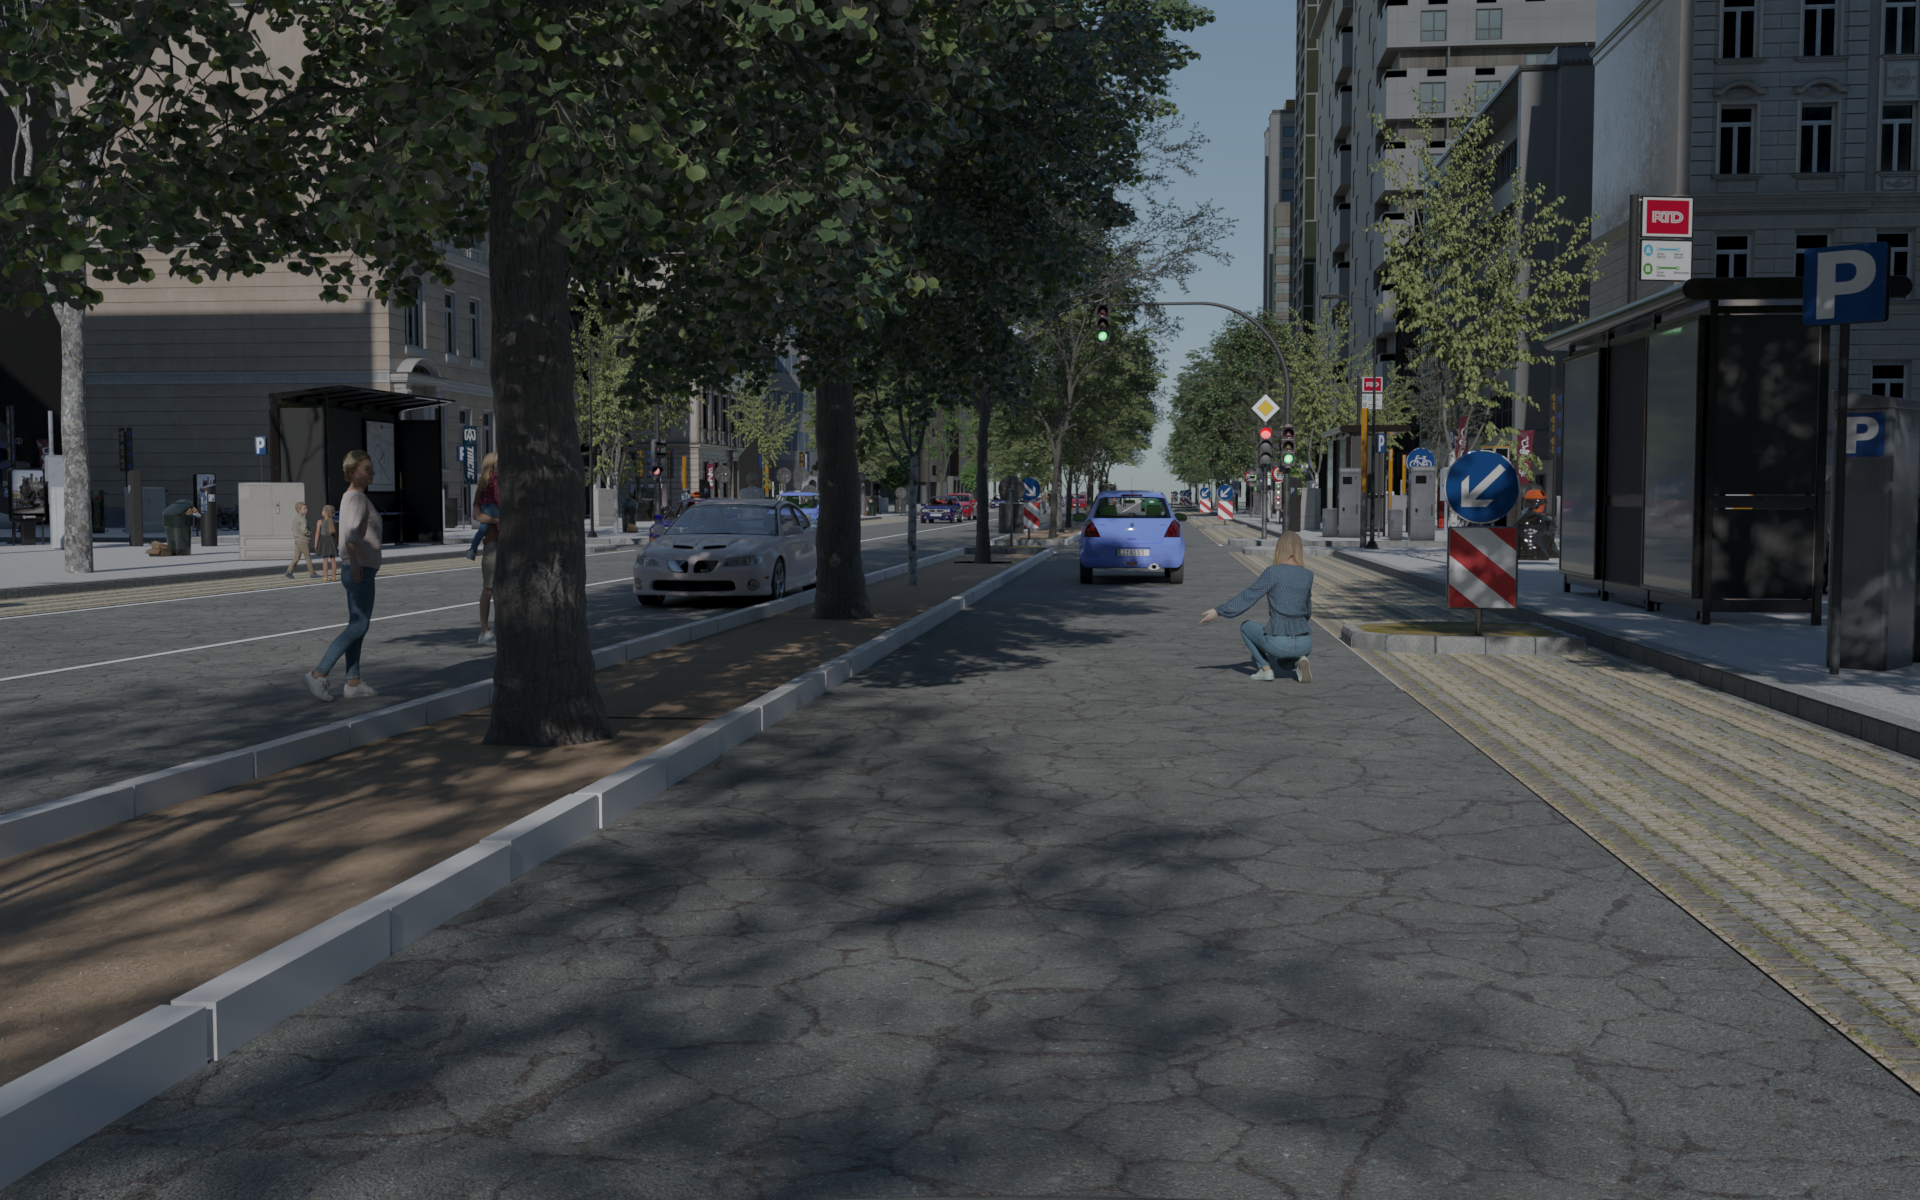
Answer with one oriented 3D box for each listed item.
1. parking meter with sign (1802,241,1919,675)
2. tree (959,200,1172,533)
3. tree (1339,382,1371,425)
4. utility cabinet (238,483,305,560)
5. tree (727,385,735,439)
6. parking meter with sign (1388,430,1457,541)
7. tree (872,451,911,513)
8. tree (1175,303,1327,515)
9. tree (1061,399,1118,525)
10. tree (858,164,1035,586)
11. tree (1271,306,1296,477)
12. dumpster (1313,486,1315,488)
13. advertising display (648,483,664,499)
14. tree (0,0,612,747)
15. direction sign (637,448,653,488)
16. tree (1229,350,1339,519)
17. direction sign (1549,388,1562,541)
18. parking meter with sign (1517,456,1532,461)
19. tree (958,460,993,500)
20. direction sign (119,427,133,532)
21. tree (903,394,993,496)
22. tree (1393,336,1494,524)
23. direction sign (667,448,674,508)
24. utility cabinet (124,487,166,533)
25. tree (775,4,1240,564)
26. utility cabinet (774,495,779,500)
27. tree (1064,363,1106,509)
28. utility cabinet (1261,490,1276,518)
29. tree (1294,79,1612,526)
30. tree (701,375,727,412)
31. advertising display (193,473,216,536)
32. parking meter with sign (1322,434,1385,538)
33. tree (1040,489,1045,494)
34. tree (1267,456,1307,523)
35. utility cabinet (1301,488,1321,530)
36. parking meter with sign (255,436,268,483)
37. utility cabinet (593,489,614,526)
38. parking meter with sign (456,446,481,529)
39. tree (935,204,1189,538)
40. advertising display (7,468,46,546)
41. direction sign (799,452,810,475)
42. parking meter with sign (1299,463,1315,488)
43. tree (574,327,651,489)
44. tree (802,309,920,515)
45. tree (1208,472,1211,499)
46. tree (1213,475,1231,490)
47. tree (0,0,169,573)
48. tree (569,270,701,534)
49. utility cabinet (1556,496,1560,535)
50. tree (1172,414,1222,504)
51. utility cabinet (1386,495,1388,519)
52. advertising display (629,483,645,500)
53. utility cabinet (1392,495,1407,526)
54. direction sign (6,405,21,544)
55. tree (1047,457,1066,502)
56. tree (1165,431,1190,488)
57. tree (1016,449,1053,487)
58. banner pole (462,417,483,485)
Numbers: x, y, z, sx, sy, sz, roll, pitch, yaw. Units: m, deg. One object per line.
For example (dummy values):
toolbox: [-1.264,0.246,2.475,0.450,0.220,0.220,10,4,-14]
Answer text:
parking meter with sign: [6.801,-1.012,12.803,1.738,3.016,0.543,-3,5,-45]
tree: [3.673,-8.729,63.299,7.486,12.596,7.792,0,3,0]
tree: [25.248,-9.884,111.965,4.360,8.622,3.978,0,3,0]
utility cabinet: [-13.296,-1.516,33.473,1.173,1.500,0.318,-2,4,-25]
tree: [-11.403,-9.099,99.129,4.737,8.622,4.395,0,3,0]
parking meter with sign: [12.655,-3.134,47.494,1.738,3.016,0.543,0,4,4]
tree: [-4.408,-8.190,117.620,4.285,4.588,4.351,0,3,0]
tree: [17.829,-11.458,104.345,9.611,12.733,9.660,0,3,0]
tree: [5.367,-7.711,78.891,4.360,8.622,3.978,0,3,0]
tree: [-0.756,-4.533,26.942,4.737,8.622,4.395,0,3,0]
tree: [13.466,-6.990,64.652,4.737,8.622,4.395,0,3,0]
dumpster: [17.808,-4.959,83.575,1.502,2.255,1.985,0,4,6]
advertising display: [-17.876,-5.912,101.870,0.974,1.923,0.123,-1,4,-11]
tree: [-2.384,-6.142,9.532,9.857,13.997,8.962,0,3,0]
direction sign: [-15.639,-5.752,86.044,0.876,3.537,0.379,-3,4,-37]
tree: [15.995,-8.402,87.742,4.360,8.622,3.978,0,3,0]
direction sign: [12.825,-2.775,37.368,0.379,3.537,0.876,2,4,33]
parking meter with sign: [22.368,-4.479,69.485,0.543,3.016,1.738,2,4,35]
tree: [1.480,-11.195,166.747,4.285,4.588,4.351,0,3,0]
direction sign: [-28.408,-4.101,59.045,0.876,3.537,0.379,3,4,38]
tree: [-1.311,-13.034,138.867,9.928,11.665,9.643,0,3,0]
tree: [20.930,-7.636,75.217,4.360,8.622,3.978,0,3,0]
direction sign: [-14.354,-5.745,85.932,0.379,3.537,0.876,1,4,10]
utility cabinet: [-26.621,-2.931,56.603,1.173,1.500,0.318,-3,4,-37]
tree: [0.453,-7.495,35.373,12.009,13.543,11.850,0,3,0]
utility cabinet: [-8.908,-4.696,87.934,1.020,1.237,0.306,0,4,8]
tree: [5.220,-8.055,84.520,4.737,8.622,4.395,0,3,0]
utility cabinet: [16.197,-5.060,91.403,0.318,1.500,1.173,0,4,-6]
tree: [9.079,-4.941,31.148,4.737,8.622,4.395,0,3,0]
tree: [-10.751,-6.784,61.285,4.737,8.622,4.395,0,3,0]
advertising display: [-23.008,-2.910,52.785,0.123,1.923,0.974,1,4,11]
parking meter with sign: [11.478,-3.328,50.671,1.738,3.016,0.543,2,4,35]
tree: [11.958,-16.139,258.470,1.663,3.219,1.824,0,3,0]
tree: [14.428,-4.990,76.188,1.663,3.219,1.824,0,3,0]
utility cabinet: [12.388,-3.264,62.052,0.318,1.500,1.173,-3,4,-36]
parking meter with sign: [-20.663,-3.480,53.156,0.543,3.016,1.738,2,4,35]
utility cabinet: [-14.227,-3.703,69.223,0.318,1.500,1.173,1,4,22]
parking meter with sign: [-17.350,-4.067,62.764,1.738,3.016,0.543,2,4,24]
tree: [2.952,-7.272,55.763,8.767,10.594,7.601,0,4,6]
advertising display: [-23.284,-2.325,43.229,0.123,1.923,0.974,1,4,22]
direction sign: [-8.311,-6.152,92.580,0.379,3.537,0.876,-3,5,-42]
parking meter with sign: [19.318,-6.058,95.309,0.543,3.016,1.738,-1,4,-16]
tree: [-15.653,-7.737,76.865,4.360,8.622,3.978,0,3,0]
tree: [-5.973,-11.503,106.201,7.486,12.596,7.792,0,3,0]
tree: [25.923,-15.088,181.096,7.601,10.594,8.767,2,4,27]
tree: [21.512,-8.896,140.043,1.663,3.219,1.824,0,3,0]
tree: [-13.544,-10.579,28.859,12.611,20.169,13.585,0,3,0]
tree: [-11.410,-6.461,55.995,4.737,8.622,4.395,0,3,0]
utility cabinet: [19.293,-2.698,55.280,0.306,1.237,1.020,2,4,30]
tree: [29.561,-18.295,217.245,7.486,12.596,7.792,0,3,0]
utility cabinet: [22.021,-4.765,89.069,0.306,1.237,1.020,-2,4,-30]
advertising display: [-18.965,-5.912,101.870,0.974,1.923,0.123,1,4,12]
utility cabinet: [18.109,-3.646,70.778,0.306,1.237,1.020,-2,4,-24]
direction sign: [-24.418,-3.219,44.628,0.379,3.537,0.876,-3,5,-39]
tree: [13.859,-21.389,275.471,9.928,11.665,9.643,0,3,0]
tree: [33.175,-19.794,249.380,9.928,11.665,9.643,0,3,0]
tree: [9.630,-19.955,243.278,9.611,12.733,9.660,0,3,0]
banner pole: [-15.622,-4.026,55.839,0.863,3.779,0.401,-3,5,-41]
